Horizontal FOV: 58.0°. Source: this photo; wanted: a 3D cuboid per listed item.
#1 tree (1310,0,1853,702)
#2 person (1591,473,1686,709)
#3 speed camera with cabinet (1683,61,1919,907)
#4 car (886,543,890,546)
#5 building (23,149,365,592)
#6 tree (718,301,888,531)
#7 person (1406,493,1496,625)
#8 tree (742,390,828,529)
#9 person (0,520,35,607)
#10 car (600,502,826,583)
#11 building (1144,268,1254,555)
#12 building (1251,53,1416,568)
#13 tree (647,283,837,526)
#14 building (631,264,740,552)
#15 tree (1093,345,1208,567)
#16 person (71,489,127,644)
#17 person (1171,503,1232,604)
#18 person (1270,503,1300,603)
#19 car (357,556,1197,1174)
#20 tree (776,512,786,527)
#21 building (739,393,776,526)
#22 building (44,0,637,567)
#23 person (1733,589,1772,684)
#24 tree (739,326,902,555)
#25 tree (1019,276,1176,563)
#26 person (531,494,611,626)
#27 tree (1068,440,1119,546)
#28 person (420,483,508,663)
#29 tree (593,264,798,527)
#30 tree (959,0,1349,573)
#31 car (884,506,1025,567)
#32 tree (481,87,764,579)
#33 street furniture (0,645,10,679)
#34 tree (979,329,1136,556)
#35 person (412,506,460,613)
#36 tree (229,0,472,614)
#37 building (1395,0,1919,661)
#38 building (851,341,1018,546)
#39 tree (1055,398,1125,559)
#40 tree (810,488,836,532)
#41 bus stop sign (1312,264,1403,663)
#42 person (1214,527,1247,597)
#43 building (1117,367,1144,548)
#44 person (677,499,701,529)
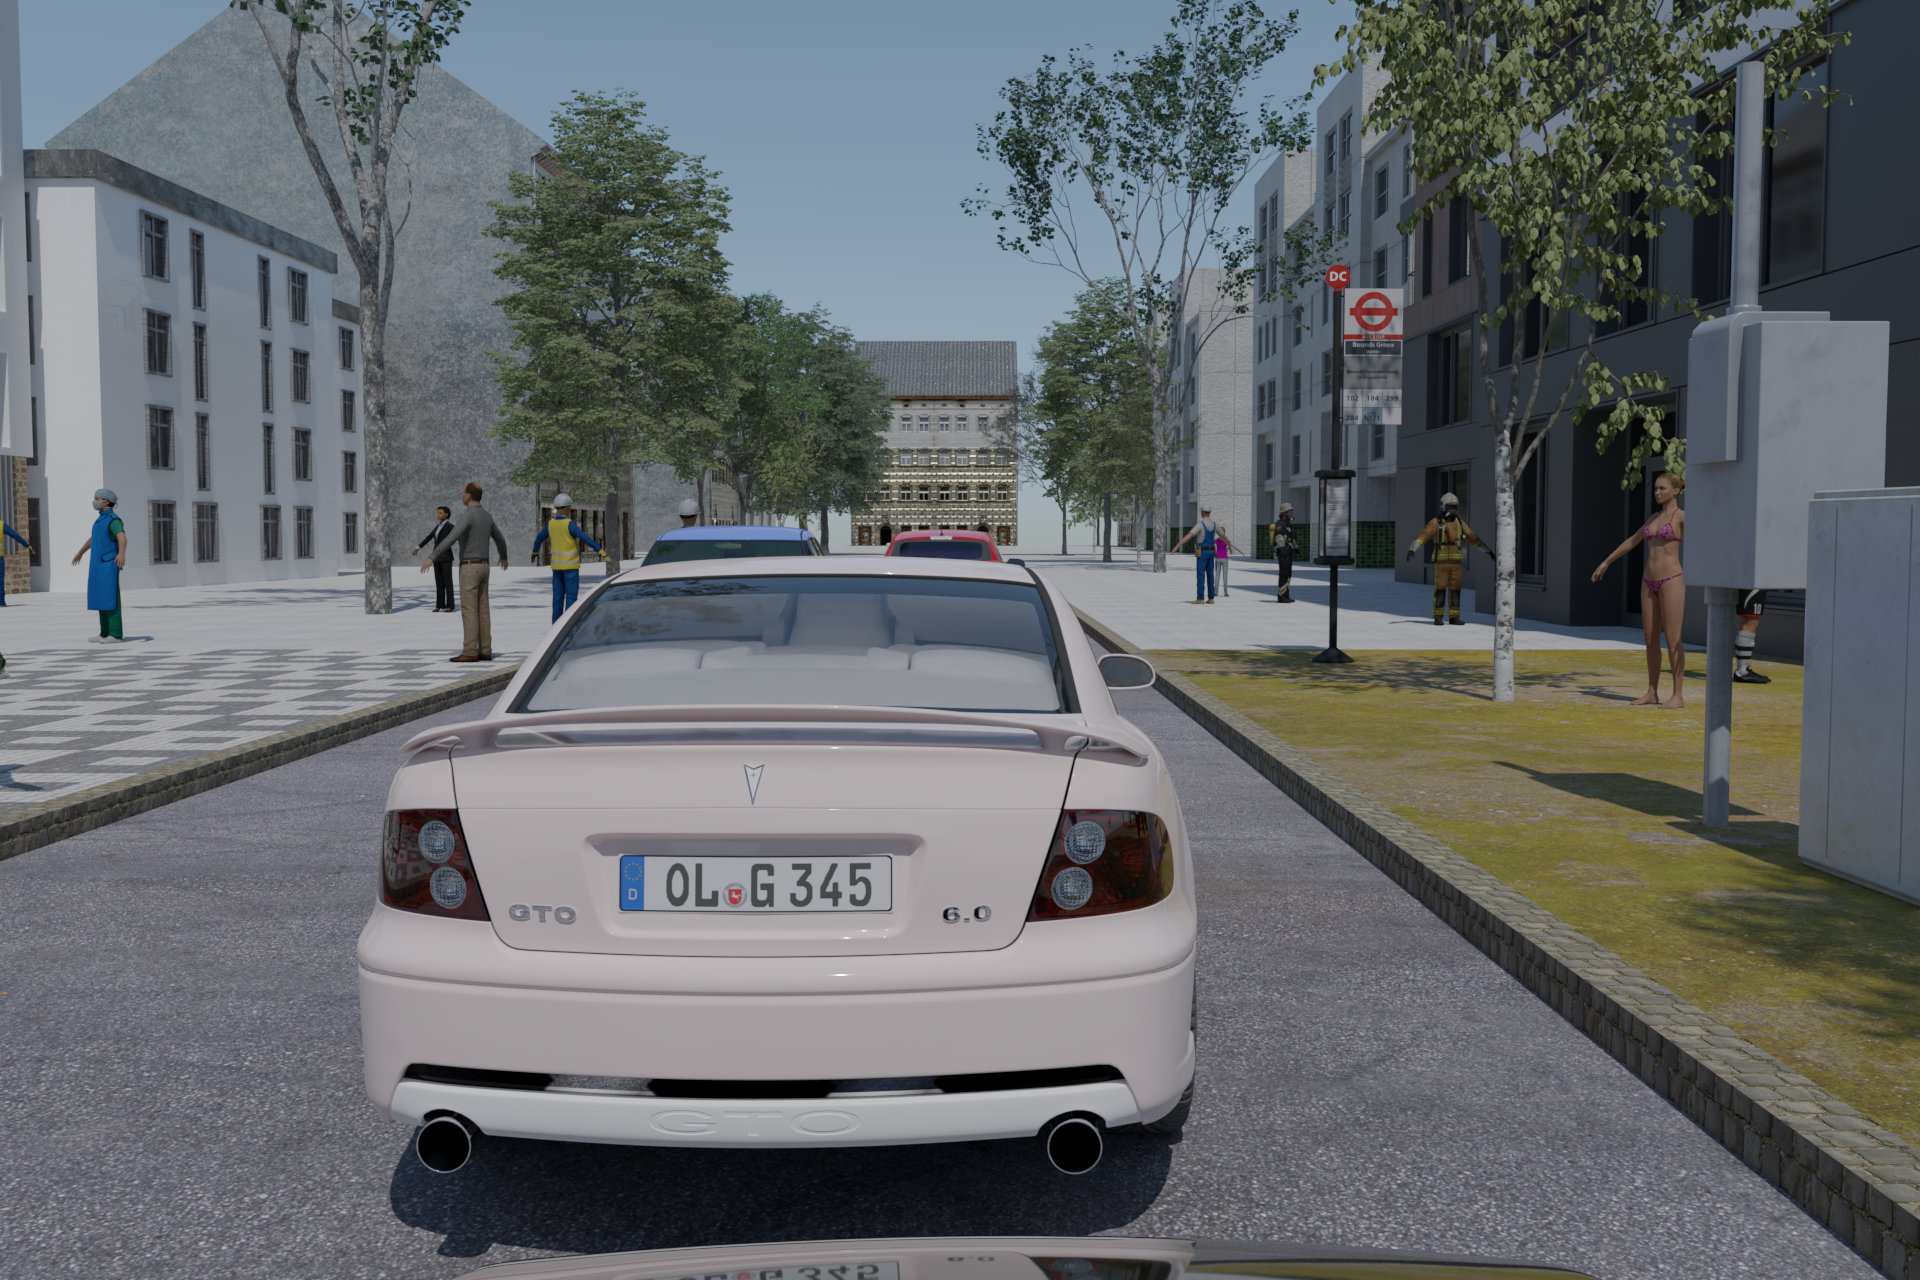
[{"bbox_3d":[4.239,-3.818,12.794,4.737,8.622,4.395,0,3,0],"label":"tree"},{"bbox_3d":[5.165,-0.369,12.843,0.721,1.733,1.217,-1,4,-23],"label":"person"},{"bbox_3d":[3.533,-0.756,6.703,0.660,3.252,2.038,0,4,-2],"label":"speed camera with cabinet"},{"bbox_3d":[-2.362,-4.178,80.679,2.083,1.381,4.827,0,4,0],"label":"car"},{"bbox_3d":[-23.162,-6.720,52.023,9.099,9.664,28.070,0,4,1],"label":"building"},{"bbox_3d":[-8.591,-11.433,93.591,9.857,13.997,8.962,0,3,0],"label":"tree"},{"bbox_3d":[6.865,-1.135,24.319,1.354,1.858,0.705,-1,4,-12],"label":"person"},{"bbox_3d":[-8.647,-8.151,83.632,4.737,8.622,4.395,0,3,0],"label":"tree"},{"bbox_3d":[-16.925,-1.486,30.269,1.349,1.833,0.705,-2,4,-29],"label":"person"},{"bbox_3d":[-1.726,-0.229,13.329,1.945,1.707,3.694,0,4,0],"label":"car"},{"bbox_3d":[23.252,-15.740,123.804,16.747,18.905,31.486,0,3,0],"label":"building"},{"bbox_3d":[23.183,-12.596,72.396,16.747,18.905,31.486,0,4,0],"label":"building"},{"bbox_3d":[-8.819,-8.856,70.558,9.928,11.665,9.643,0,3,0],"label":"tree"},{"bbox_3d":[-27.148,-18.394,131.677,19.493,23.208,18.063,0,4,-1],"label":"building"},{"bbox_3d":[6.880,-7.207,68.197,4.360,8.622,3.978,0,3,0],"label":"tree"},{"bbox_3d":[-10.076,-0.872,20.386,1.347,1.817,0.704,3,5,42],"label":"person"},{"bbox_3d":[4.477,-1.581,31.706,1.347,1.847,0.705,-2,4,-28],"label":"person"},{"bbox_3d":[6.067,-1.614,32.167,0.705,1.856,1.354,1,4,22],"label":"person"},{"bbox_3d":[-0.364,0.418,5.527,2.083,1.381,4.827,0,4,0],"label":"car"},{"bbox_3d":[-20.141,-14.948,194.756,4.737,8.622,4.395,0,3,0],"label":"tree"},{"bbox_3d":[-26.950,-17.924,159.508,16.747,18.905,31.486,0,4,0],"label":"building"},{"bbox_3d":[-25.533,-14.999,76.162,19.493,23.208,18.063,0,4,1],"label":"building"},{"bbox_3d":[6.858,-0.540,14.971,0.704,1.843,1.345,1,4,21],"label":"person"},{"bbox_3d":[-8.392,-12.159,105.453,9.857,13.997,8.962,0,3,0],"label":"tree"},{"bbox_3d":[6.222,-9.706,76.821,7.486,12.596,7.792,0,3,0],"label":"tree"},{"bbox_3d":[-4.792,-0.903,21.230,1.216,1.772,0.721,2,4,27],"label":"person"},{"bbox_3d":[15.632,-16.657,190.466,7.486,12.596,7.792,0,3,0],"label":"tree"},{"bbox_3d":[-4.905,-0.681,17.402,0.705,1.796,1.348,1,4,20],"label":"person"},{"bbox_3d":[-9.193,-7.666,59.751,7.601,10.594,8.767,-2,4,-32],"label":"tree"},{"bbox_3d":[6.312,-12.221,55.702,12.611,20.169,13.585,0,3,0],"label":"tree"},{"bbox_3d":[-0.211,-0.829,22.602,2.155,1.783,4.494,0,4,1],"label":"car"},{"bbox_3d":[-8.684,-7.746,44.772,7.486,12.596,7.792,0,3,0],"label":"tree"},{"bbox_3d":[-13.632,0.092,14.119,10.072,0.657,5.734,1,4,13],"label":"street furniture"},{"bbox_3d":[6.137,-11.740,102.325,12.009,13.543,11.850,0,3,0],"label":"tree"},{"bbox_3d":[-8.495,-1.319,28.284,1.216,1.740,0.721,2,4,32],"label":"person"},{"bbox_3d":[-10.713,-10.445,26.658,12.611,20.169,13.585,0,3,0],"label":"tree"},{"bbox_3d":[22.342,-11.379,30.016,27.936,21.610,32.646,0,4,0],"label":"building"},{"bbox_3d":[-2.679,-22.172,195.904,18.063,23.208,19.493,0,4,1],"label":"building"},{"bbox_3d":[6.802,-8.448,88.486,4.737,8.622,4.395,0,3,0],"label":"tree"},{"bbox_3d":[-15.050,-14.749,191.501,4.360,8.622,3.978,0,3,0],"label":"tree"},{"bbox_3d":[3.957,-1.746,17.243,0.855,3.939,0.416,0,3,0],"label":"bus stop sign"},{"bbox_3d":[5.359,-1.600,35.419,0.991,1.433,0.599,1,4,18],"label":"person"},{"bbox_3d":[25.475,-20.650,168.548,19.493,23.208,18.063,0,3,0],"label":"building"},{"bbox_3d":[-2.624,-0.493,16.975,1.216,1.772,0.721,0,4,7],"label":"person"}]
